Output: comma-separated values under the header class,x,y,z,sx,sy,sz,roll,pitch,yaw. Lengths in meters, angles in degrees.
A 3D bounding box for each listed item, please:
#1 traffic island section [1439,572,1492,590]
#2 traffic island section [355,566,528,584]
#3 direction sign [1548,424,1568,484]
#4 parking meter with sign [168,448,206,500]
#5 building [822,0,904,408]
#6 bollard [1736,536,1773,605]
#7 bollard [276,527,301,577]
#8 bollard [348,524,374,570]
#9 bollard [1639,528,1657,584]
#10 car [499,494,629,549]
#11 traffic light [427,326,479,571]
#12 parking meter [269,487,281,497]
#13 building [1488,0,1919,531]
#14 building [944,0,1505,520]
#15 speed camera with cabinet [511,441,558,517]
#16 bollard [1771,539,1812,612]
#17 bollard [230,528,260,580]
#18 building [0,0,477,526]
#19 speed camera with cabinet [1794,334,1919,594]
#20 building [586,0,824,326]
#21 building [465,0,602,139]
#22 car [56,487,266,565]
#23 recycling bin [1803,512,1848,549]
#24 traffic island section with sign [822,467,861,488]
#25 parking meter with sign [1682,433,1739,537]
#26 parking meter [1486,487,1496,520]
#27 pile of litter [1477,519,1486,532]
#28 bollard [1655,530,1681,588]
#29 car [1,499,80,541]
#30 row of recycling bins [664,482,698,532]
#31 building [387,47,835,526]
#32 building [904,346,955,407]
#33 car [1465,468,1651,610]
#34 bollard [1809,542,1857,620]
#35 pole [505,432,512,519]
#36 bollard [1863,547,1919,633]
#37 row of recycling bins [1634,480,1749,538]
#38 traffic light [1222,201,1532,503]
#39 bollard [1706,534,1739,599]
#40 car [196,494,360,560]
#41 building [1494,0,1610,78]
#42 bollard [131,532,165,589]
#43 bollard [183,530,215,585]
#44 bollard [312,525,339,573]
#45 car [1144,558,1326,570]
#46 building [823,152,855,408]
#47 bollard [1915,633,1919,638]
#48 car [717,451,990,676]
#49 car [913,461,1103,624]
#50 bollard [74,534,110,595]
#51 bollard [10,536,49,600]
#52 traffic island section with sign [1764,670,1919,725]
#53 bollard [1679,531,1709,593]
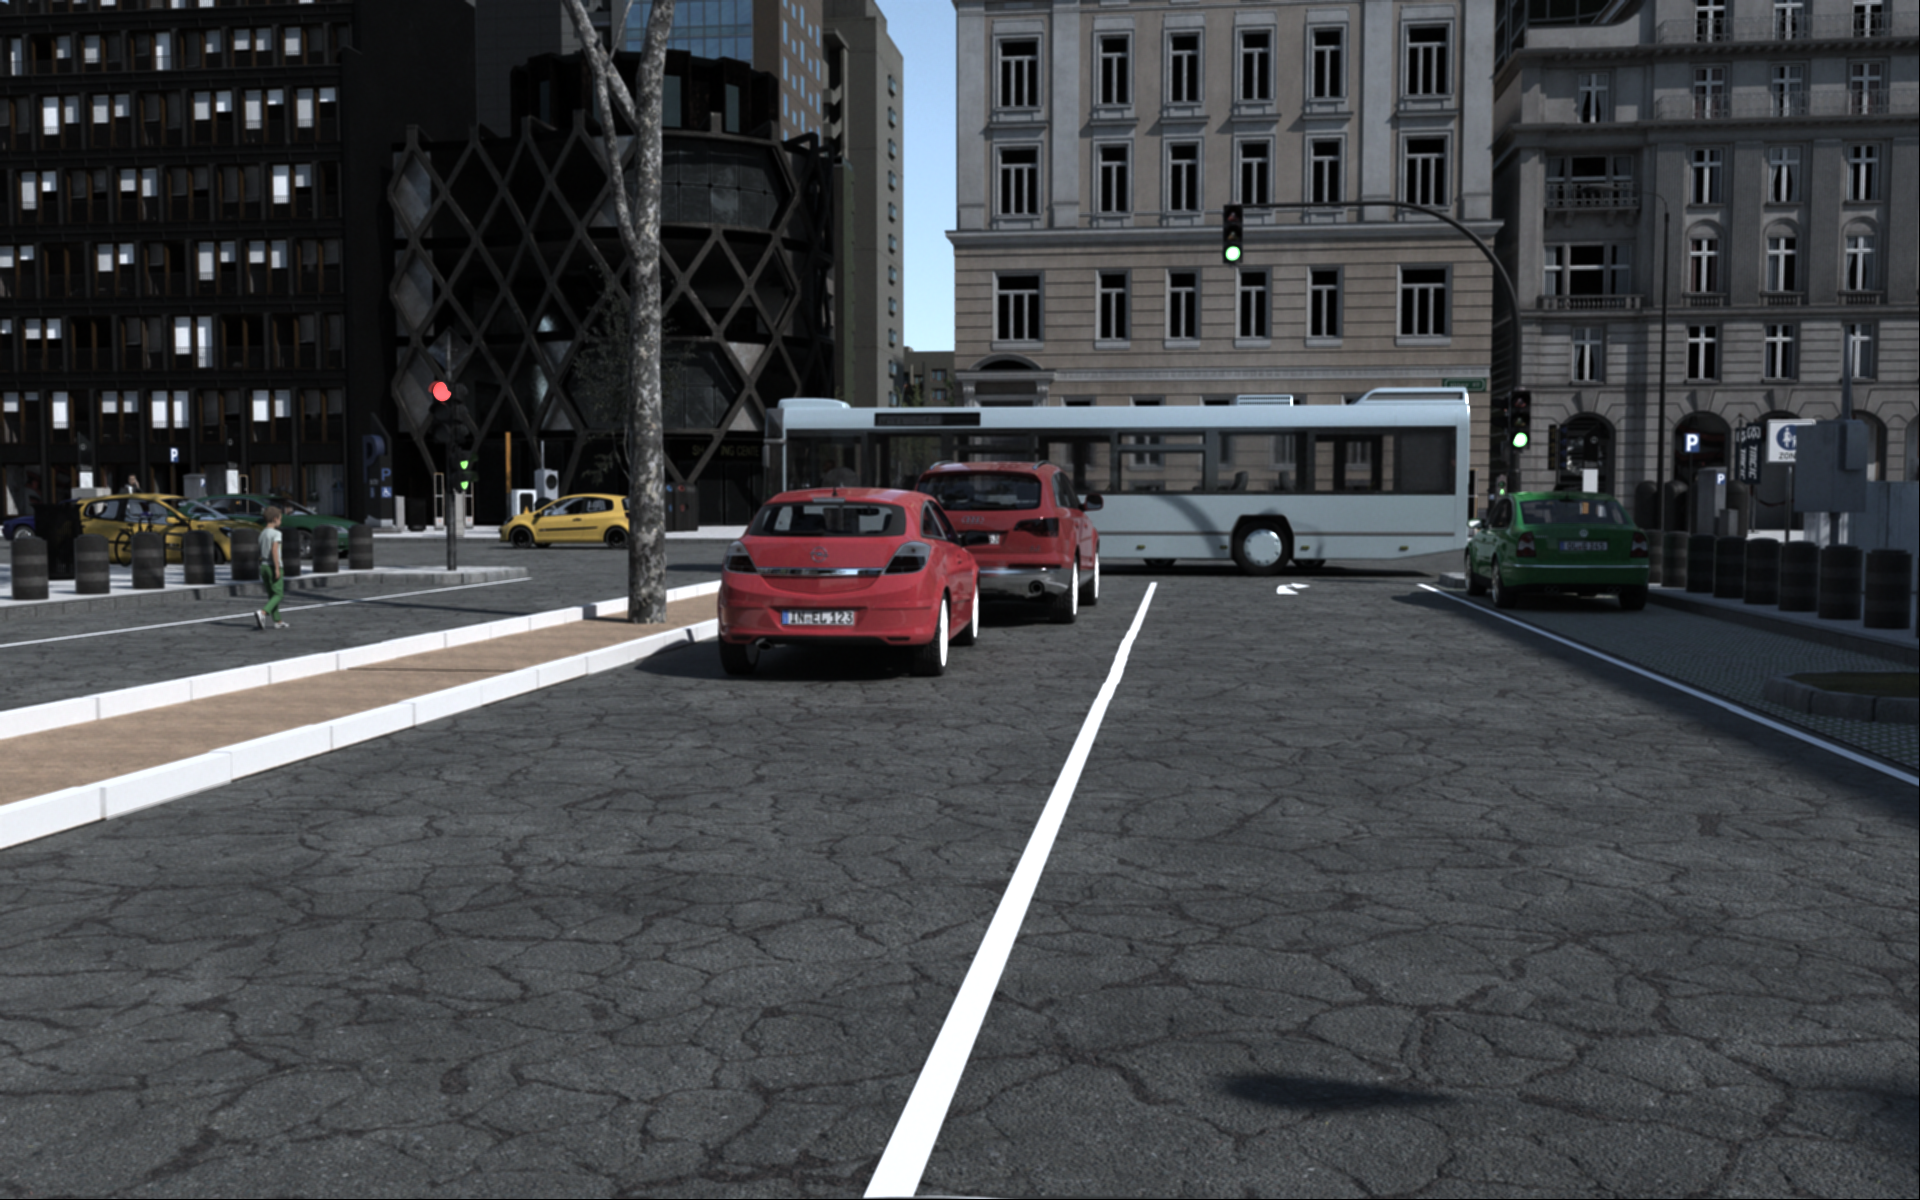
class,x,y,z,sx,sy,sz,roll,pitch,yaw
traffic island section,8.577,-0.279,26.849,2.009,0.180,2.903,0,4,8
traffic island section,-8.563,-0.419,29.132,2.009,0.180,2.903,0,4,8
direction sign,19.374,-3.926,56.188,0.379,3.537,0.876,-1,4,-21
parking meter with sign,-28.749,-4.208,65.056,1.738,3.016,0.543,0,4,8
building,-17.508,-33.151,165.714,21.600,48.544,21.300,0,4,8
bollard,9.378,-0.337,20.225,0.404,0.777,0.398,0,3,0
bollard,-10.523,-0.755,27.067,0.404,0.777,0.398,0,3,0
bollard,-10.200,-0.903,29.476,0.404,0.777,0.398,0,3,0
bollard,10.017,-0.629,24.999,0.404,0.777,0.398,0,3,0
car,-10.155,-2.171,45.712,3.980,1.641,2.015,0,4,7
traffic light,-8.525,-2.451,28.992,0.839,4.253,0.868,0,4,8
parking meter,-23.212,-3.075,58.687,0.372,1.533,0.369,0,3,0
building,32.053,-13.698,65.757,24.055,21.916,13.314,0,4,8
building,10.164,-17.284,68.492,20.117,28.700,13.634,0,4,8
speed camera with cabinet,-15.704,-4.237,63.616,0.660,3.252,2.038,2,4,33
bollard,9.221,-0.264,19.030,0.404,0.777,0.398,0,3,0
bollard,-10.679,-0.682,25.875,0.404,0.777,0.398,0,3,0
building,-30.683,-14.968,74.398,15.834,23.373,12.332,0,4,8
speed camera with cabinet,11.527,-1.695,22.050,2.038,3.252,0.660,-2,4,-28
building,-18.343,-29.226,127.950,14.600,45.320,14.200,0,4,8
building,-38.509,-44.584,167.200,20.611,71.187,20.563,0,4,8
car,-14.902,-1.370,32.617,3.980,1.641,2.015,0,4,6
recycling bin,13.456,-0.862,26.652,0.722,1.027,0.722,1,4,10
traffic island section with sign,-2.083,-1.246,28.507,2.006,1.907,1.989,0,4,8
parking meter with sign,21.215,-3.219,48.893,0.543,3.016,1.738,-1,4,-20
parking meter,17.124,-2.892,55.694,0.372,1.533,0.369,0,3,0
pile of litter,17.819,-2.675,57.694,1.719,0.858,1.176,2,4,30
bollard,9.859,-0.556,23.808,0.404,0.777,0.398,0,3,0
car,-23.229,-2.043,45.989,3.894,1.354,1.945,0,4,6
row of recycling bins,-9.951,-3.161,58.801,1.069,1.692,3.534,1,4,17
building,-13.552,-12.652,74.317,16.811,18.784,16.820,0,4,8
building,-8.563,-24.172,240.258,28.899,21.520,27.650,0,4,8
car,7.764,-0.855,22.781,1.959,1.807,4.718,1,4,9
bollard,9.063,-0.190,17.827,0.404,0.777,0.398,0,3,0
pole,-14.876,-3.867,57.075,0.158,3.312,0.155,0,3,0
bollard,8.900,-0.116,16.611,0.404,0.777,0.398,0,3,0
row of recycling bins,21.670,-2.712,51.449,1.069,1.692,3.534,-3,4,-37
traffic light,6.453,-3.193,26.875,4.771,5.953,1.251,0,4,8
bollard,9.541,-0.410,21.418,0.404,0.777,0.398,0,3,0
car,-15.693,-1.655,38.855,4.920,1.459,2.131,0,4,8
building,50.340,-42.394,131.394,20.563,71.187,20.611,0,4,8
bollard,-11.000,-0.534,23.455,0.404,0.777,0.398,0,3,0
bollard,-10.842,-0.609,24.672,0.404,0.777,0.398,0,3,0
bollard,-10.357,-0.828,28.257,0.404,0.777,0.398,0,3,0
car,5.285,-1.337,33.664,4.920,1.459,2.131,1,4,9
building,-16.852,-22.676,142.457,14.160,30.474,14.107,0,4,8
bollard,8.736,-0.042,15.404,0.404,0.777,0.398,0,3,0
car,-0.850,-0.375,15.180,2.155,1.783,4.494,0,4,6
car,0.528,-0.741,20.796,2.281,1.827,5.304,1,4,9
bollard,-11.158,-0.462,22.263,0.404,0.777,0.398,0,3,0
bollard,-11.319,-0.388,21.066,0.404,0.777,0.398,0,3,0
traffic island section with sign,6.541,-0.175,11.487,1.989,1.847,2.006,0,4,8
bollard,9.698,-0.483,22.617,0.404,0.777,0.398,0,3,0
